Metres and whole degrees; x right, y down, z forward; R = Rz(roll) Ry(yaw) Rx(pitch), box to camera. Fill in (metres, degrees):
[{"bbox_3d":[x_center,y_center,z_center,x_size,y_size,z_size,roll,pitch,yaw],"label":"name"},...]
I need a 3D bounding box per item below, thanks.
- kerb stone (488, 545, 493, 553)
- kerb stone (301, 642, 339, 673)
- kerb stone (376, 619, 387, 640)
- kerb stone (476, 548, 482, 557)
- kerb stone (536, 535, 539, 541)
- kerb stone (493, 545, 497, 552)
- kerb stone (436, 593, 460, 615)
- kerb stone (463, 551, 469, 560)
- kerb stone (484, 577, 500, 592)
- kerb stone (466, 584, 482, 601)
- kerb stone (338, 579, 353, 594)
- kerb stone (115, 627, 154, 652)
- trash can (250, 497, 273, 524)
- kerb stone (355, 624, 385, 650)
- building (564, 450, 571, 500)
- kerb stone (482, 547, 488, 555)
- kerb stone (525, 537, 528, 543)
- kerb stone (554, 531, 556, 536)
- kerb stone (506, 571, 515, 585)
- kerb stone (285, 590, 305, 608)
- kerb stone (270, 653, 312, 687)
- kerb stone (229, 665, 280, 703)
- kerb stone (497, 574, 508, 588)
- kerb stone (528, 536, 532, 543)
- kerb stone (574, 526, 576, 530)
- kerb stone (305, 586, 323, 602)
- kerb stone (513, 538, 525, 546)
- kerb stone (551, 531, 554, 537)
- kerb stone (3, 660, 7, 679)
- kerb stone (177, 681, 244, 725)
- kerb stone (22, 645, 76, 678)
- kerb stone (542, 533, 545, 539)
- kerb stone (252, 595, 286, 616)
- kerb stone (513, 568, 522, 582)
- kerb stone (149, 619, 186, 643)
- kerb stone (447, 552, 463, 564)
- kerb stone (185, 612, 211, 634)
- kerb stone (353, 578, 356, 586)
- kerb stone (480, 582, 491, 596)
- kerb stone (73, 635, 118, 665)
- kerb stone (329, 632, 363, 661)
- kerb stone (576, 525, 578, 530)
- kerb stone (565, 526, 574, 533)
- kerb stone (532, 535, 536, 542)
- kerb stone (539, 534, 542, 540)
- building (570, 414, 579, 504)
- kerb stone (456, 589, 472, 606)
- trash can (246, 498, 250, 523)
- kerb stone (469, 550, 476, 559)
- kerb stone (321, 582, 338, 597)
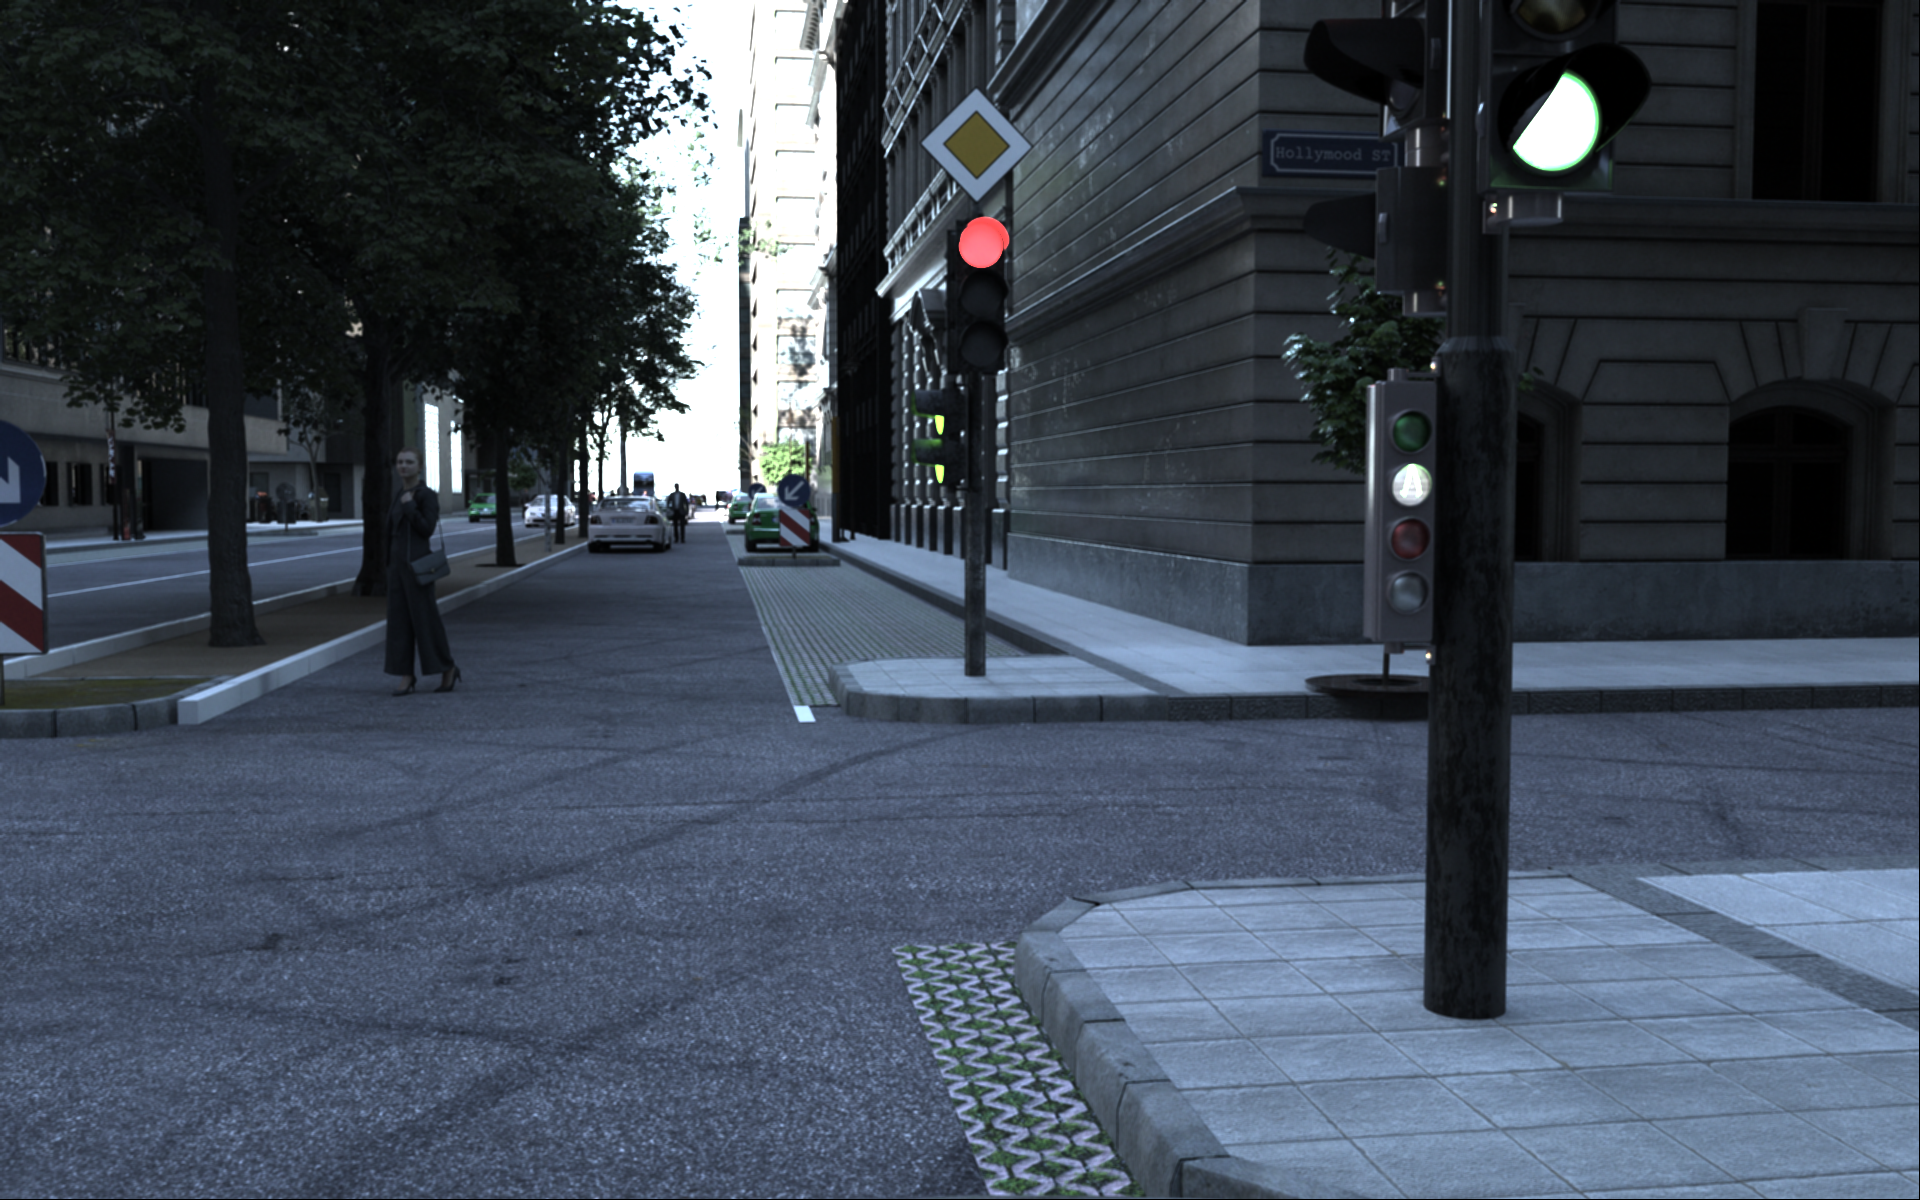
[{"bbox_3d":[-11.349,-1.174,41.383,0.120,0.150,1.000,-1,4,-8],"label":"kerb stone"},{"bbox_3d":[-5.316,0.483,14.303,0.120,0.150,1.000,-1,4,-8],"label":"kerb stone"},{"bbox_3d":[-5.756,0.297,17.341,0.120,0.150,1.000,-1,4,-8],"label":"kerb stone"},{"bbox_3d":[-11.056,-1.049,39.354,0.120,0.150,1.000,-1,4,-8],"label":"kerb stone"},{"bbox_3d":[-12.951,-1.856,52.538,0.120,0.150,1.000,-1,4,-8],"label":"kerb stone"},{"bbox_3d":[-11.493,-1.235,42.395,0.120,0.150,1.000,-1,4,-8],"label":"kerb stone"},{"bbox_3d":[-6.337,0.049,21.388,0.120,0.150,1.000,-1,4,-8],"label":"kerb stone"},{"bbox_3d":[-10.757,-0.925,37.315,0.120,0.150,1.000,-1,4,-8],"label":"kerb stone"},{"bbox_3d":[-6.921,-0.199,25.448,0.120,0.150,1.000,-1,4,-8],"label":"kerb stone"},{"bbox_3d":[-6.631,-0.075,23.420,0.120,0.150,1.000,-1,4,-8],"label":"kerb stone"},{"bbox_3d":[-8.999,-0.178,25.113,0.120,0.150,1.000,-1,4,-8],"label":"kerb stone"},{"bbox_3d":[-7.680,0.382,15.973,0.120,0.150,1.000,-1,4,-8],"label":"kerb stone"},{"bbox_3d":[-30.255,-3.894,75.317,0.748,1.137,0.748,0,3,0],"label":"trash can"},{"bbox_3d":[-5.606,0.359,16.327,0.120,0.150,1.000,-1,4,-8],"label":"kerb stone"},{"bbox_3d":[-52.956,-26.233,200.614,14.160,30.474,14.107,-1,4,-8],"label":"building"},{"bbox_3d":[-11.199,-1.108,40.373,0.120,0.150,1.000,-1,4,-8],"label":"kerb stone"},{"bbox_3d":[-12.529,-1.670,49.495,0.120,0.150,1.000,-1,4,-8],"label":"kerb stone"},{"bbox_3d":[-13.983,-2.290,59.641,0.120,0.150,1.000,-1,4,-8],"label":"kerb stone"},{"bbox_3d":[-7.218,-0.321,27.477,0.120,0.150,1.000,-1,4,-8],"label":"kerb stone"},{"bbox_3d":[-8.557,0.008,22.068,0.120,0.150,1.000,-1,4,-8],"label":"kerb stone"},{"bbox_3d":[-5.170,0.545,13.286,0.120,0.150,1.000,-1,4,-8],"label":"kerb stone"},{"bbox_3d":[-5.023,0.607,12.274,0.120,0.150,1.000,-1,4,-8],"label":"kerb stone"},{"bbox_3d":[-7.066,-0.260,26.467,0.120,0.150,1.000,-1,4,-8],"label":"kerb stone"},{"bbox_3d":[-12.661,-1.728,50.508,0.120,0.150,1.000,-1,4,-8],"label":"kerb stone"},{"bbox_3d":[-15.013,-2.723,66.764,0.120,0.150,1.000,-1,4,-8],"label":"kerb stone"},{"bbox_3d":[-8.703,-0.050,23.080,0.120,0.150,1.000,-1,4,-8],"label":"kerb stone"},{"bbox_3d":[-12.365,-1.604,48.486,0.120,0.150,1.000,-1,4,-8],"label":"kerb stone"},{"bbox_3d":[-13.683,-2.166,57.616,0.120,0.150,1.000,-1,4,-8],"label":"kerb stone"},{"bbox_3d":[-7.239,0.567,12.931,0.120,0.150,1.000,-1,4,-8],"label":"kerb stone"},{"bbox_3d":[-4.873,0.670,11.264,0.120,0.150,1.000,-1,4,-8],"label":"kerb stone"},{"bbox_3d":[-7.386,0.505,13.942,0.120,0.150,1.000,-1,4,-8],"label":"kerb stone"},{"bbox_3d":[-13.242,-1.978,54.570,0.120,0.150,1.000,-1,4,-8],"label":"kerb stone"},{"bbox_3d":[-8.414,0.072,21.048,0.120,0.150,1.000,-1,4,-8],"label":"kerb stone"},{"bbox_3d":[-7.358,-0.382,28.490,0.120,0.150,1.000,-1,4,-8],"label":"kerb stone"},{"bbox_3d":[-7.828,0.319,16.984,0.120,0.150,1.000,-1,4,-8],"label":"kerb stone"},{"bbox_3d":[-10.607,-0.862,36.297,0.120,0.150,1.000,-1,4,-8],"label":"kerb stone"},{"bbox_3d":[-7.970,0.261,18.007,0.120,0.150,1.000,-1,4,-8],"label":"kerb stone"},{"bbox_3d":[-9.152,-0.238,26.130,0.120,0.150,1.000,-1,4,-8],"label":"kerb stone"},{"bbox_3d":[-6.780,-0.124,24.431,0.120,0.150,1.000,-1,4,-8],"label":"kerb stone"},{"bbox_3d":[-7.529,0.442,14.962,0.120,0.150,1.000,-1,4,-8],"label":"kerb stone"},{"bbox_3d":[-5.461,0.421,15.315,0.120,0.150,1.000,-1,4,-8],"label":"kerb stone"},{"bbox_3d":[-15.152,-2.786,67.778,0.120,0.150,1.000,-1,4,-8],"label":"kerb stone"},{"bbox_3d":[-14.859,-2.659,65.743,0.120,0.150,1.000,-1,4,-8],"label":"kerb stone"},{"bbox_3d":[-12.810,-1.794,51.522,0.120,0.150,1.000,-1,4,-8],"label":"kerb stone"},{"bbox_3d":[-13.104,-1.918,53.548,0.120,0.150,1.000,-1,4,-8],"label":"kerb stone"},{"bbox_3d":[-59.828,-34.645,221.069,22.147,44.769,28.867,-1,4,-8],"label":"building"},{"bbox_3d":[-6.484,-0.011,22.408,0.120,0.150,1.000,-1,4,-8],"label":"kerb stone"},{"bbox_3d":[-31.495,-3.967,76.518,0.748,1.137,0.748,0,3,0],"label":"trash can"},{"bbox_3d":[-10.906,-0.988,38.343,0.120,0.150,1.000,-1,4,-8],"label":"kerb stone"},{"bbox_3d":[-8.856,-0.116,24.095,0.120,0.150,1.000,-1,4,-8],"label":"kerb stone"}]
